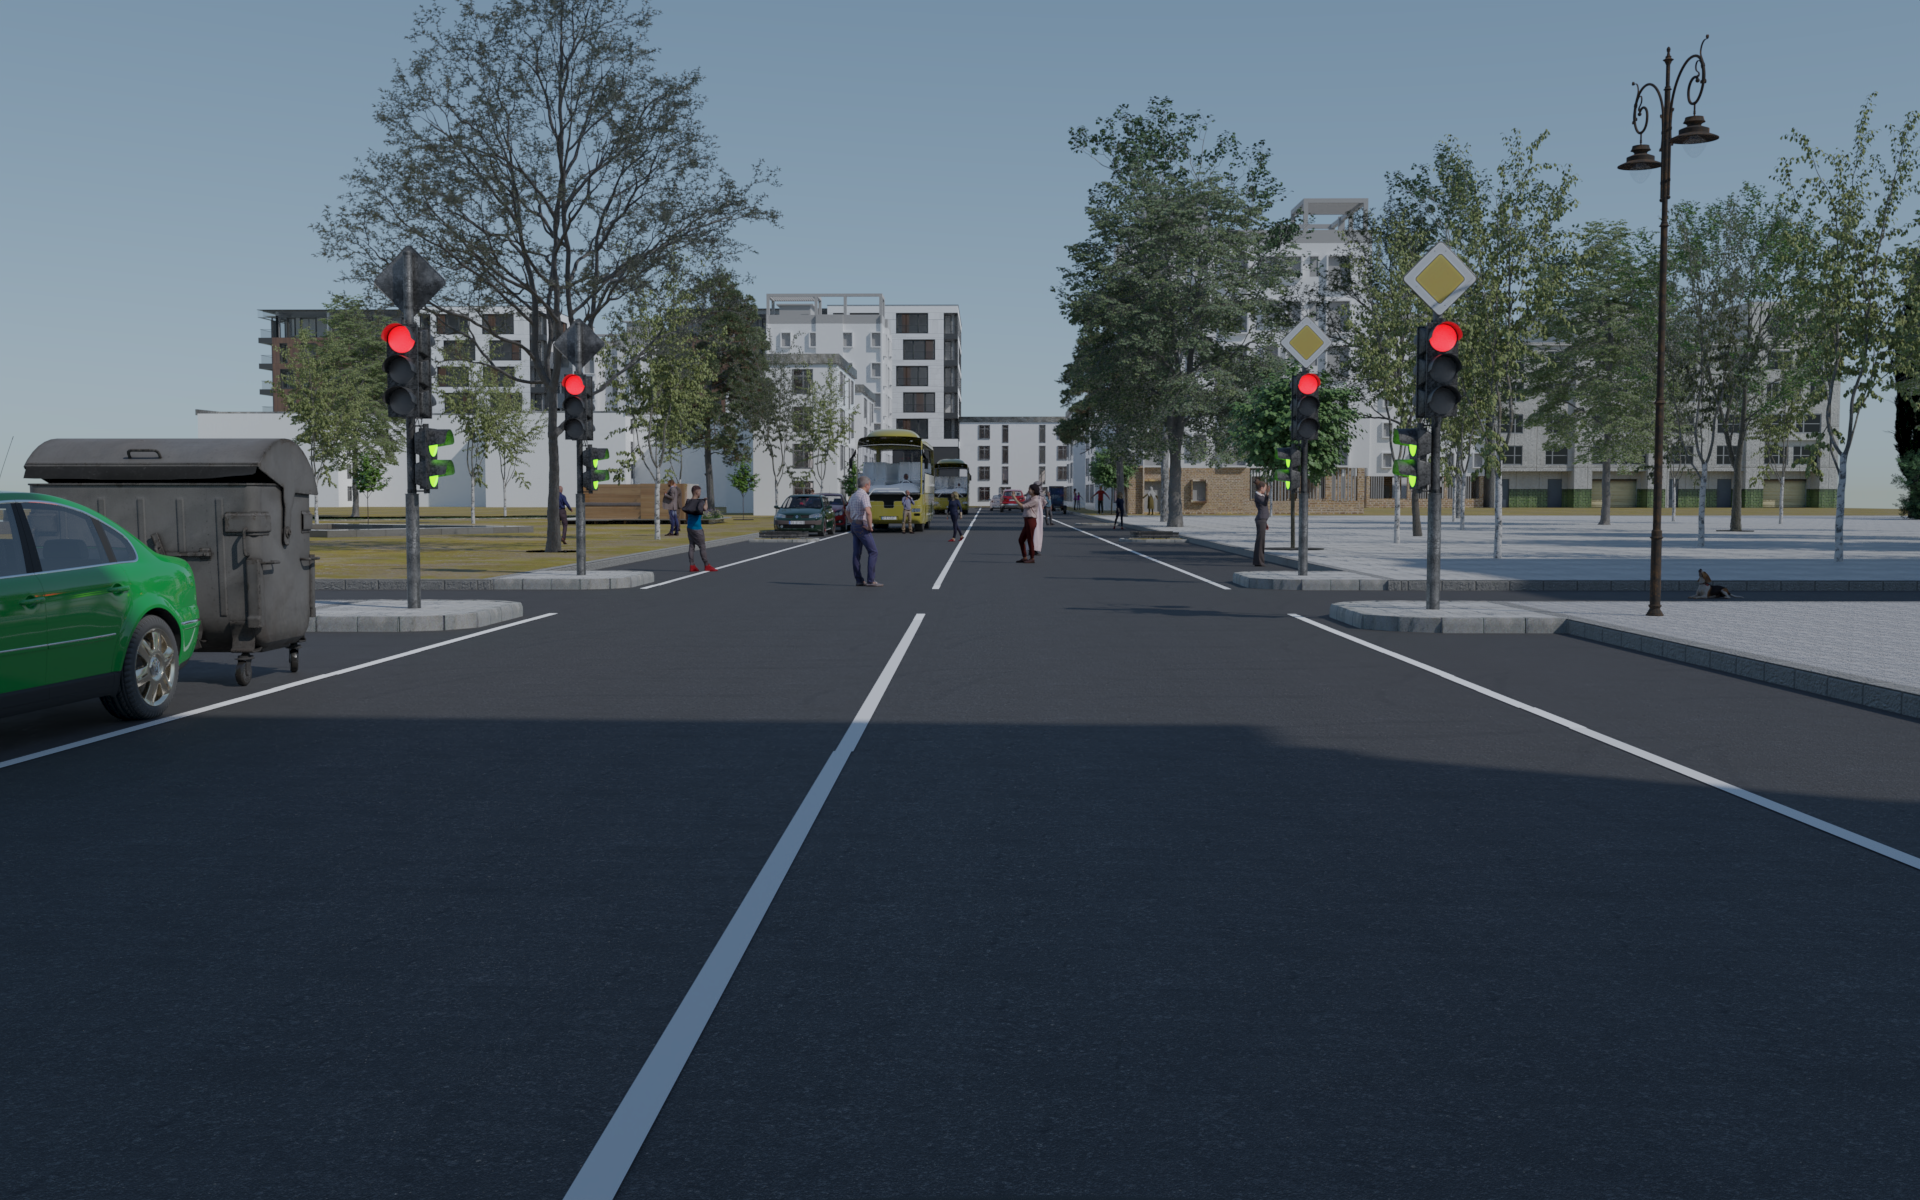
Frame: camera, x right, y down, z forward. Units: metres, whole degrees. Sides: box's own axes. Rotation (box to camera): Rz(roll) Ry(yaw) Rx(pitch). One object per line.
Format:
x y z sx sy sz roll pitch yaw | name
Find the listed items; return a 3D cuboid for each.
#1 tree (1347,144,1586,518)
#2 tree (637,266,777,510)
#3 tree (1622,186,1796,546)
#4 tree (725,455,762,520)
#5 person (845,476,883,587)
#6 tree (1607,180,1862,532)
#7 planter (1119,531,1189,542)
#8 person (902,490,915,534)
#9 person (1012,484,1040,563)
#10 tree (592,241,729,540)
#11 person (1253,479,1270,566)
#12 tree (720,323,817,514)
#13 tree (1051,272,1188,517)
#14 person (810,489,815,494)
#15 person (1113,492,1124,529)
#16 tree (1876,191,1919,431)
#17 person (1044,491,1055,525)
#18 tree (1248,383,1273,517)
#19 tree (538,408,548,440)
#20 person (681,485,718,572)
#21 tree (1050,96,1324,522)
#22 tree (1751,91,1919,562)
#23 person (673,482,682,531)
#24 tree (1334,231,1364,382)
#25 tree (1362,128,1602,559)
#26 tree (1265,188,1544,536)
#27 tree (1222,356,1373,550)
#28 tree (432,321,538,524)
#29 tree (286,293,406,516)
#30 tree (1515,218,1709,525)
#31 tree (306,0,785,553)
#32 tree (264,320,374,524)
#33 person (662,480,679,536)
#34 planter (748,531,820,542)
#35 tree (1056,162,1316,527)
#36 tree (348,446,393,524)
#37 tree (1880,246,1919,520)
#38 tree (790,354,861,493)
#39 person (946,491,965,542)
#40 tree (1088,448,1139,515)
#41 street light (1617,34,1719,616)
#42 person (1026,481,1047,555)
27.092 -14.434 91.891 12.611 20.169 13.585 0 3 0 | tree
-13.955 -11.529 95.921 7.806 13.903 7.818 0 3 0 | tree
18.268 -5.633 42.469 4.360 8.622 3.978 0 3 0 | tree
-10.539 -5.542 85.206 1.663 3.219 1.824 0 3 0 | tree
-1.483 -1.073 26.990 0.436 1.711 0.756 -1 4 -22 | person
26.352 -8.139 58.833 9.928 11.665 9.643 0 3 0 | tree
5.832 -1.910 52.363 1.991 0.319 1.994 0 4 1 | planter
-1.880 -3.177 62.512 0.516 1.574 0.319 -2 4 -28 | person
1.352 -1.585 35.882 0.566 1.644 0.517 2 4 33 | person
-8.559 -6.021 48.802 4.737 8.622 4.395 0 3 0 | tree
6.030 -1.522 34.189 0.445 1.727 0.742 -1 4 -21 | person
-7.958 -7.557 73.915 4.360 8.622 3.978 0 3 0 | tree
8.877 -11.649 97.885 7.806 13.903 7.818 0 3 0 | tree
-7.445 -4.868 88.096 0.523 1.526 0.387 0 4 3 | person
6.461 -3.640 70.553 0.613 1.512 0.480 3 5 40 | person
29.568 -7.976 48.540 7.486 12.596 7.792 0 3 0 | tree
4.044 -4.175 78.968 0.499 1.552 0.429 -2 4 -28 | person
17.458 -9.050 98.325 4.737 8.622 4.395 0 3 0 | tree
-25.320 -8.957 96.810 4.737 8.622 4.395 0 3 0 | tree
-4.807 -1.319 31.940 0.647 1.594 0.662 3 4 38 | person
10.402 -13.747 80.647 12.611 20.169 13.585 0 3 0 | tree
16.966 -5.044 32.837 4.737 8.622 4.395 0 3 0 | tree
-9.903 -3.253 59.920 0.565 1.739 0.600 2 4 30 | person
11.455 -5.769 44.689 4.737 8.622 4.395 0 3 0 | tree
10.481 -5.133 34.294 4.737 8.622 4.395 0 3 0 | tree
13.783 -7.224 52.532 8.767 10.594 7.601 -1 4 -19 | tree
7.787 -3.439 39.937 4.285 4.588 4.351 0 3 0 | tree
-20.870 -7.615 74.859 4.737 8.622 4.395 0 3 0 | tree
-34.498 -11.045 98.715 7.486 12.596 7.792 0 3 0 | tree
26.992 -9.418 72.112 7.486 12.596 7.792 0 3 0 | tree
-8.843 -7.794 37.794 12.009 13.543 11.850 0 3 0 | tree
-27.441 -7.580 74.303 4.737 8.622 4.395 0 3 0 | tree
-8.849 -2.816 52.909 0.431 1.722 0.655 1 4 12 | person
-5.291 -1.913 52.414 1.991 0.319 1.994 0 4 1 | planter
8.485 -9.808 67.012 9.857 13.997 8.962 0 3 0 | tree
-23.730 -4.572 69.346 1.663 3.219 1.824 0 3 0 | tree
55.715 -11.429 88.683 18.604 14.587 13.155 0 4 -6 | tree
-7.311 -8.632 91.496 4.737 8.622 4.395 0 3 0 | tree
-0.125 -2.527 52.353 0.480 1.512 0.613 2 4 27 | person
9.386 -7.542 107.033 4.285 4.588 4.351 0 3 0 | tree
7.321 -2.770 18.073 0.468 5.910 1.993 0 4 1 | street light
1.777 -1.916 40.496 0.551 1.740 0.621 1 4 15 | person
